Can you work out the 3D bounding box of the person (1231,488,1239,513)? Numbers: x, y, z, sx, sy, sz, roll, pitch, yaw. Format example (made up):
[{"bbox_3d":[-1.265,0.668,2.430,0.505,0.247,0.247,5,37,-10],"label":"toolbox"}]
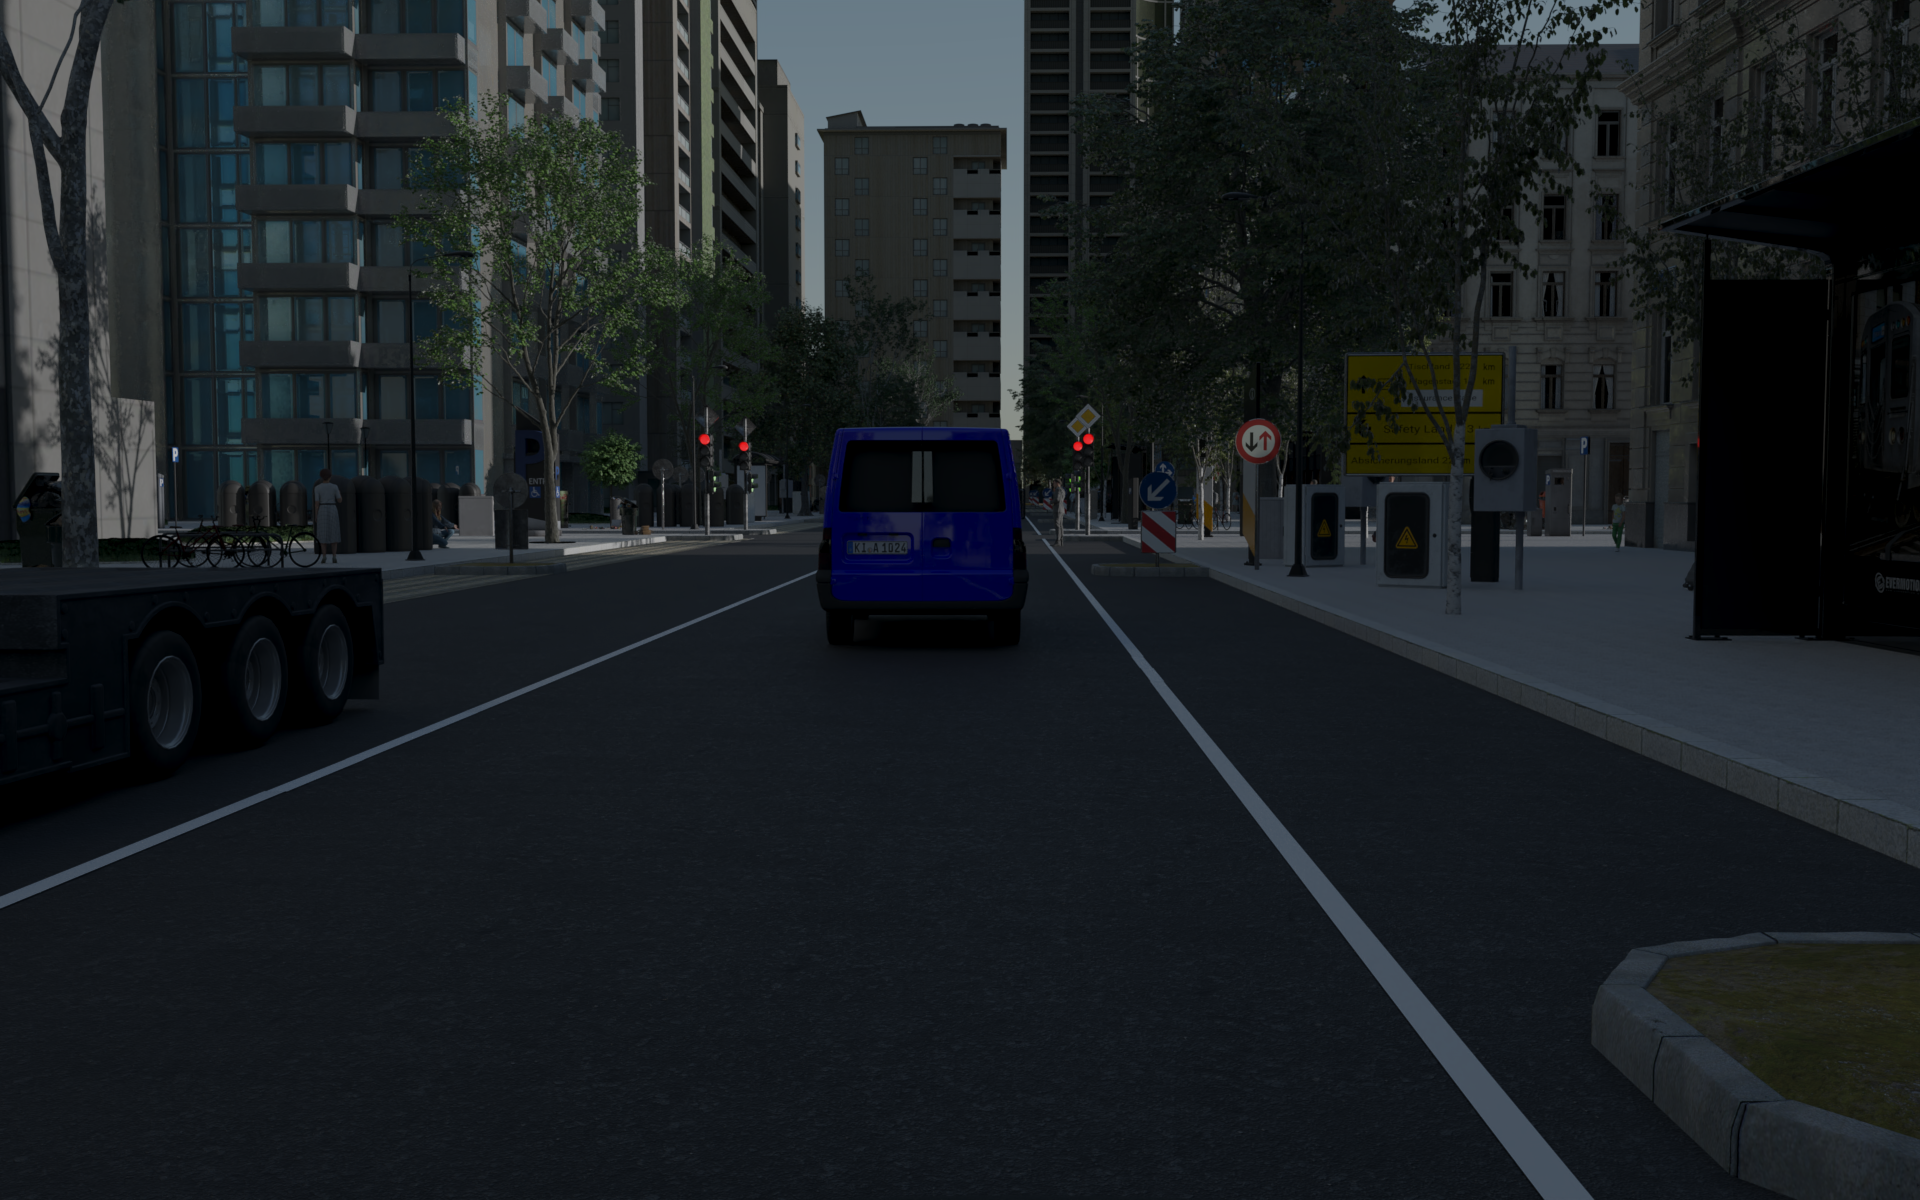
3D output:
[{"bbox_3d":[18.212,-6.569,114.455,0.512,1.701,0.522,-1,4,-19],"label":"person"}]

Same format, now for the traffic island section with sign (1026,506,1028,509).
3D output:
[{"bbox_3d":[7.021,-9.484,163.691,1.989,1.847,2.006,0,4,2],"label":"traffic island section with sign"}]

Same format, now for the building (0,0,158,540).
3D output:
[{"bbox_3d":[-31.932,-36.440,34.040,20.611,71.187,20.563,0,4,2],"label":"building"}]

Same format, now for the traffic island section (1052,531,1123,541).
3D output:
[{"bbox_3d":[3.995,-1.937,53.954,2.009,0.180,2.903,0,4,2],"label":"traffic island section"}]

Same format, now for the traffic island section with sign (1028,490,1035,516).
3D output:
[{"bbox_3d":[5.673,-6.481,114.591,1.989,1.847,2.006,0,4,2],"label":"traffic island section with sign"}]

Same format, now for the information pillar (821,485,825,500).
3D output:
[{"bbox_3d":[-9.579,-7.075,120.170,0.304,2.012,0.304,1,4,14],"label":"information pillar"}]

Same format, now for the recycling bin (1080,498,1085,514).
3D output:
[{"bbox_3d":[7.772,-6.004,110.726,0.722,1.027,0.722,0,4,-3],"label":"recycling bin"}]

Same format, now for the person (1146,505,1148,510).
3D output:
[{"bbox_3d":[15.169,-8.007,140.187,0.697,1.427,0.421,-1,4,-12],"label":"person"}]

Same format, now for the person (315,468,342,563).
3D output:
[{"bbox_3d":[-11.705,-1.559,32.101,0.480,1.755,0.524,-2,4,-24],"label":"person"}]

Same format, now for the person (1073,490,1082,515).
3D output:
[{"bbox_3d":[7.082,-5.940,103.758,0.643,1.750,0.593,-1,4,-16],"label":"person"}]

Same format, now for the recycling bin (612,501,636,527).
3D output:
[{"bbox_3d":[-12.935,-3.311,66.695,0.722,1.027,0.722,1,4,16],"label":"recycling bin"}]

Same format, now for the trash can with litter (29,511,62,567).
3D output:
[{"bbox_3d":[-12.596,-0.772,24.014,1.055,1.170,0.624,0,4,-1],"label":"trash can with litter"}]

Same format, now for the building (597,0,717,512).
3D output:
[{"bbox_3d":[-25.511,-26.849,122.568,14.154,41.232,14.086,0,4,2],"label":"building"}]

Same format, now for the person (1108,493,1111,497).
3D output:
[{"bbox_3d":[16.186,-10.829,186.328,0.697,1.427,0.421,-2,4,-25],"label":"person"}]

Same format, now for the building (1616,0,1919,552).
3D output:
[{"bbox_3d":[21.601,-14.199,29.417,12.463,27.353,25.104,0,4,2],"label":"building"}]

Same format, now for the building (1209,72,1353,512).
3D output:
[{"bbox_3d":[28.725,-19.252,119.292,19.350,26.468,34.151,0,4,2],"label":"building"}]

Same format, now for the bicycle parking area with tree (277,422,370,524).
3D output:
[{"bbox_3d":[-25.470,-5.180,71.695,9.016,4.147,8.231,1,4,10],"label":"bicycle parking area with tree"}]

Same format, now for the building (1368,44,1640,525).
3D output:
[{"bbox_3d":[28.067,-13.903,76.460,18.267,20.994,9.793,0,4,2],"label":"building"}]

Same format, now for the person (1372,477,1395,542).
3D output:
[{"bbox_3d":[11.308,-2.442,45.882,0.836,1.842,0.656,2,4,32],"label":"person"}]

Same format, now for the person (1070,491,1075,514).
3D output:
[{"bbox_3d":[7.445,-6.441,113.169,0.589,1.601,0.330,2,4,34],"label":"person"}]

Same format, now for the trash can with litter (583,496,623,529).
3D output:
[{"bbox_3d":[-13.000,-3.211,63.556,2.233,1.210,1.678,-3,5,-43],"label":"trash can with litter"}]

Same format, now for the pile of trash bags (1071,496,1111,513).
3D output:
[{"bbox_3d":[9.213,-6.609,117.805,3.447,1.369,1.912,-1,4,-18],"label":"pile of trash bags"}]

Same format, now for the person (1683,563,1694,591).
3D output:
[{"bbox_3d":[10.361,-1.021,22.948,1.509,1.804,0.699,0,4,-2],"label":"person"}]

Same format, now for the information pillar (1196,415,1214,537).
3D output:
[{"bbox_3d":[7.282,-3.674,51.423,0.504,3.616,0.183,1,4,13],"label":"information pillar"}]

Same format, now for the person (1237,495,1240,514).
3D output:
[{"bbox_3d":[18.172,-6.470,112.024,0.583,1.804,0.606,2,4,24],"label":"person"}]

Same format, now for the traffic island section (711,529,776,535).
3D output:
[{"bbox_3d":[-7.721,-2.446,62.269,2.009,0.180,2.903,0,4,2],"label":"traffic island section"}]

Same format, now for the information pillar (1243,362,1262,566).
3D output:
[{"bbox_3d":[5.233,-2.429,31.064,0.183,3.616,0.504,-1,4,-18],"label":"information pillar"}]

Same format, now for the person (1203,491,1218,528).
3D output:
[{"bbox_3d":[9.306,-3.579,64.903,0.721,1.781,0.623,1,4,12],"label":"person"}]

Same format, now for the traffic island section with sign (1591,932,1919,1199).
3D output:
[{"bbox_3d":[2.628,0.282,4.011,1.989,1.847,2.006,0,4,2],"label":"traffic island section with sign"}]

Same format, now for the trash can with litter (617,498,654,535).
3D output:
[{"bbox_3d":[-10.210,-2.634,54.456,1.055,1.170,0.624,-3,4,-38],"label":"trash can with litter"}]

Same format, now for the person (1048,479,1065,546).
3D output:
[{"bbox_3d":[2.636,-2.408,47.684,0.447,1.846,0.655,1,4,18],"label":"person"}]

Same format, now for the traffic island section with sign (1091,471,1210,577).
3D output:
[{"bbox_3d":[3.369,-1.367,30.977,1.989,1.847,2.006,0,4,2],"label":"traffic island section with sign"}]

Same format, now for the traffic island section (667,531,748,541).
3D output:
[{"bbox_3d":[-7.941,-1.958,54.286,2.009,0.180,2.903,0,4,2],"label":"traffic island section"}]

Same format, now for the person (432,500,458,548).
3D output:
[{"bbox_3d":[-12.186,-1.794,40.872,0.738,1.151,1.012,1,4,11],"label":"person"}]

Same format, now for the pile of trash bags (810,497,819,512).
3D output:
[{"bbox_3d":[-9.871,-7.265,128.539,3.447,1.369,1.912,-3,4,-38],"label":"pile of trash bags"}]

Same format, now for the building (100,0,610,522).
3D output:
[{"bbox_3d":[-31.777,-28.909,92.276,23.786,49.044,30.456,0,4,2],"label":"building"}]

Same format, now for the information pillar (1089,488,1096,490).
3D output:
[{"bbox_3d":[7.850,-6.858,103.488,0.504,3.616,0.183,1,4,12],"label":"information pillar"}]

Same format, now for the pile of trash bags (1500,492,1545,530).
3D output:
[{"bbox_3d":[20.552,-3.200,62.077,1.912,1.369,3.447,0,4,0],"label":"pile of trash bags"}]

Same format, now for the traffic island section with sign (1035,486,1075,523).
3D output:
[{"bbox_3d":[4.914,-4.790,86.942,1.989,1.847,2.006,0,4,2],"label":"traffic island section with sign"}]

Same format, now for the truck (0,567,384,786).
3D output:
[{"bbox_3d":[-5.335,-0.760,2.190,2.967,4.110,18.799,0,4,2],"label":"truck"}]

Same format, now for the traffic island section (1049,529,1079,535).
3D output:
[{"bbox_3d":[4.215,-2.425,61.936,2.009,0.180,2.903,0,4,2],"label":"traffic island section"}]

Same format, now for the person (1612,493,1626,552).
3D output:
[{"bbox_3d":[14.710,-1.736,38.682,0.306,1.304,0.590,2,4,28],"label":"person"}]

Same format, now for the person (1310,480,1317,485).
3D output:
[{"bbox_3d":[12.757,-3.477,63.068,0.592,1.802,0.473,-1,4,-22],"label":"person"}]

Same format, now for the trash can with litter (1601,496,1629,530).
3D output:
[{"bbox_3d":[24.026,-3.194,63.272,2.233,1.210,1.678,-3,5,-41],"label":"trash can with litter"}]

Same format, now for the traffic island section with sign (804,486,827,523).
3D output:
[{"bbox_3d":[-6.721,-4.784,86.854,1.989,1.847,2.006,0,4,2],"label":"traffic island section with sign"}]

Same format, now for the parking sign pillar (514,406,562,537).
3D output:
[{"bbox_3d":[-12.887,-3.930,52.734,1.447,3.967,1.447,0,4,5],"label":"parking sign pillar"}]

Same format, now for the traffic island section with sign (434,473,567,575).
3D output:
[{"bbox_3d":[-8.240,-1.391,31.378,1.989,1.847,2.006,0,4,2],"label":"traffic island section with sign"}]
